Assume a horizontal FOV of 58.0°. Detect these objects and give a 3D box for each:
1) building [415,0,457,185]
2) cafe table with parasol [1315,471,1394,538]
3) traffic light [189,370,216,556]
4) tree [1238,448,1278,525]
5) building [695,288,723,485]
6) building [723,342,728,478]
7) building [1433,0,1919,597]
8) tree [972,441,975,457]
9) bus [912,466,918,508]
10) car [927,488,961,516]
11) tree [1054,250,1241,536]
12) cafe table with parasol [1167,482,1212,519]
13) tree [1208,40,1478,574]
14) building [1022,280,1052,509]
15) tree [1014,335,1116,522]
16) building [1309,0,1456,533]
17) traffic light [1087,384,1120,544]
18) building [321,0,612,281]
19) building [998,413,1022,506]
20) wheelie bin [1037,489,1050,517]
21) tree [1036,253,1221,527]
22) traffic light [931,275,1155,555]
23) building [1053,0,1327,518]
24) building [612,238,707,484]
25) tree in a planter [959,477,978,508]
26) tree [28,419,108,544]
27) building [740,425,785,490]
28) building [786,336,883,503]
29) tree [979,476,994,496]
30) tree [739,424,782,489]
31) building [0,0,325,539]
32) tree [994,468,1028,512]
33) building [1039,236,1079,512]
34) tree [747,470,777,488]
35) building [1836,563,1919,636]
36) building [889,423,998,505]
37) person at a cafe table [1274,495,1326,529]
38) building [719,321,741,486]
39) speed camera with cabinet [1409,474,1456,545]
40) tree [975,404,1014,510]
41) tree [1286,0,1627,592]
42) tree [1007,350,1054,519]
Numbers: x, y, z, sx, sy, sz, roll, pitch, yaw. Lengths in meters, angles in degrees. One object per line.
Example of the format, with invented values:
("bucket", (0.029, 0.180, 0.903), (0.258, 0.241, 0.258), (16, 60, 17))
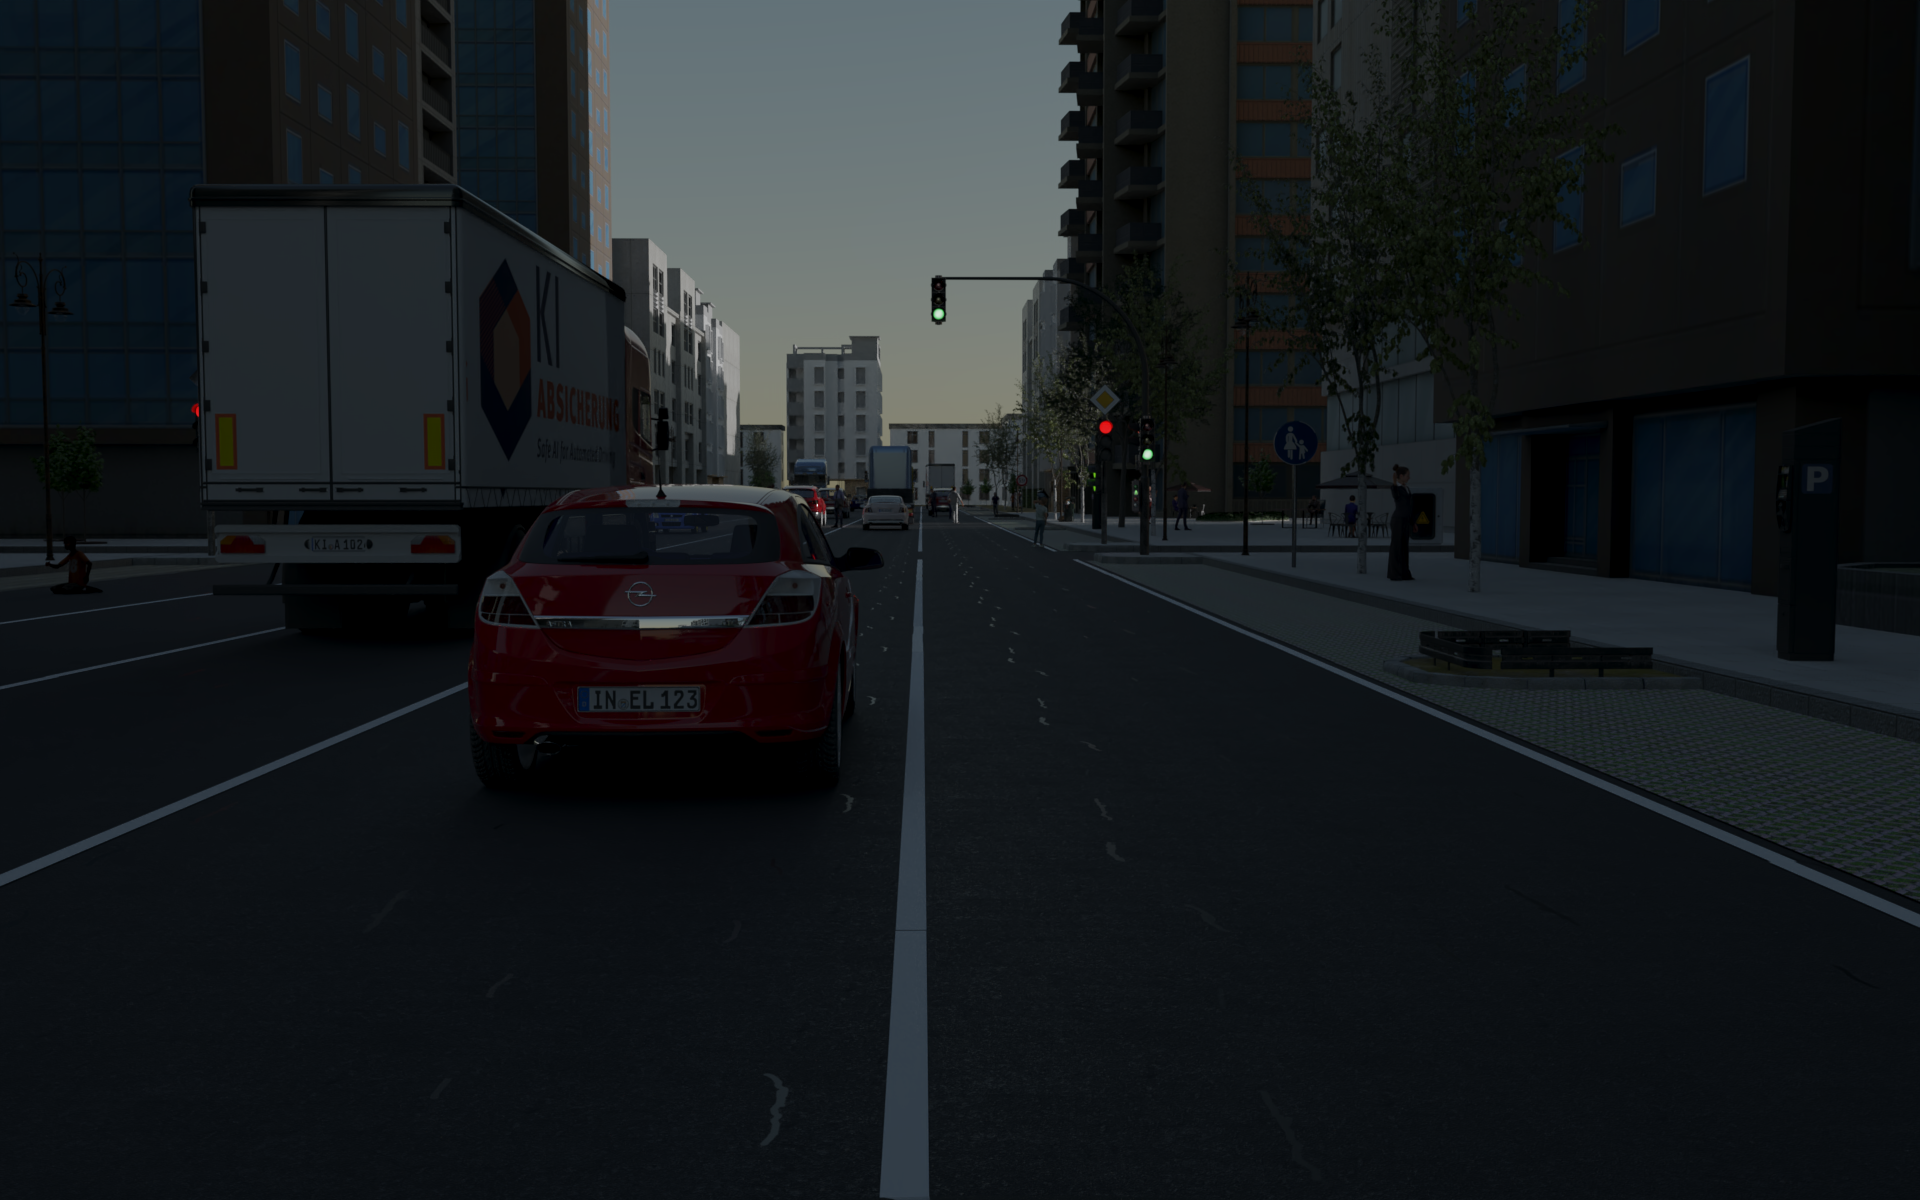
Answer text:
("building", (-33.781, -39.453, 83.316), (20.563, 71.187, 20.611), (0, 4, -1))
("cafe table with parasol", (11.717, -2.820, 50.965), (2.610, 1.966, 2.610), (0, 4, 1))
("traffic light", (-15.574, -2.878, 35.978), (0.839, 4.253, 0.868), (0, 4, -1))
("tree", (12.686, -4.763, 72.479), (1.663, 3.219, 1.824), (0, 3, 0))
("building", (-30.483, -18.376, 156.872), (16.016, 20.091, 11.380), (0, 4, -1))
("building", (-31.039, -19.096, 168.646), (16.016, 20.091, 11.380), (0, 4, -1))
("building", (16.559, -23.030, 26.647), (14.600, 45.320, 14.200), (0, 4, -1))
("tree", (3.208, -12.564, 155.783), (4.360, 8.622, 3.978), (0, 3, 0))
("bus", (-4.750, -8.637, 132.768), (2.896, 3.916, 12.252), (0, 4, -1))
("car", (-1.103, -6.550, 115.761), (2.281, 1.827, 5.304), (0, 3, 0))
("tree", (6.146, -6.264, 52.777), (4.737, 8.622, 4.395), (0, 3, 0))
("cafe table with parasol", (11.848, -5.209, 90.037), (2.610, 1.966, 2.610), (0, 4, -3))
("tree", (6.241, -4.727, 27.643), (4.360, 8.622, 3.978), (0, 3, 0))
("building", (14.654, -17.373, 150.499), (16.747, 18.905, 31.486), (0, 4, -1))
("tree", (5.328, -7.820, 78.220), (4.360, 8.622, 3.978), (0, 3, 0))
("building", (28.260, -28.815, 60.370), (27.495, 52.752, 28.713), (0, 4, -1))
("traffic light", (3.685, -3.394, 44.406), (0.839, 4.253, 0.868), (0, 4, -1))
("building", (-30.276, -28.100, 109.547), (14.600, 45.320, 14.200), (0, 4, -1))
("building", (9.424, -14.572, 180.395), (9.099, 9.664, 28.070), (0, 4, -1))
("wheelie bin", (4.646, -5.436, 96.782), (0.693, 1.594, 0.980), (0, 4, 0))
("tree", (6.537, -8.072, 66.388), (7.601, 10.594, 8.767), (-1, 4, -21))
("traffic light", (1.773, -3.766, 36.236), (4.771, 5.953, 1.251), (0, 4, -1))
("building", (17.445, -27.541, 104.923), (22.147, 44.769, 28.867), (0, 4, -1))
("building", (-30.180, -16.456, 135.518), (16.747, 18.905, 31.486), (0, 4, -1))
("tree in a planter", (0.848, -10.819, 174.107), (1.991, 3.239, 1.994), (0, 4, -1))
("tree", (-24.535, -3.213, 47.134), (1.663, 3.219, 1.824), (0, 3, 0))
("building", (-35.509, -16.352, 209.497), (28.070, 9.664, 9.099), (0, 4, -1))
("building", (-15.400, -21.839, 213.492), (11.380, 20.091, 16.016), (0, 4, -1))
("tree", (2.635, -11.361, 180.348), (1.663, 3.219, 1.824), (0, 3, 0))
("tree", (-21.095, -14.057, 180.199), (4.360, 8.622, 3.978), (0, 3, 0))
("building", (-26.308, -24.747, 54.720), (14.600, 45.320, 14.200), (0, 4, -1))
("tree", (3.912, -8.086, 126.806), (1.663, 3.219, 1.824), (0, 3, 0))
("building", (14.080, -16.675, 129.051), (16.016, 20.091, 11.380), (0, 4, -1))
("tree", (-21.993, -12.861, 193.987), (4.285, 4.588, 4.351), (0, 3, 0))
("building", (18.481, -28.315, 4.944), (21.231, 58.520, 28.212), (0, 4, -1))
("building", (5.491, -16.401, 210.308), (28.070, 9.664, 9.099), (0, 4, -1))
("person at a cafe table", (13.027, -3.320, 65.149), (1.726, 1.238, 1.698), (-3, 4, -37))
("building", (-40.166, -19.488, 185.086), (31.486, 18.905, 16.747), (0, 4, -1))
("speed camera with cabinet", (12.281, -3.037, 43.986), (2.038, 3.252, 0.660), (0, 4, 3))
("tree", (3.619, -11.516, 138.642), (4.360, 8.622, 3.978), (0, 3, 0))
("tree", (6.495, -4.407, 22.418), (4.737, 8.622, 4.395), (0, 3, 0))
("tree", (4.704, -8.415, 87.949), (4.737, 8.622, 4.395), (0, 3, 0))
